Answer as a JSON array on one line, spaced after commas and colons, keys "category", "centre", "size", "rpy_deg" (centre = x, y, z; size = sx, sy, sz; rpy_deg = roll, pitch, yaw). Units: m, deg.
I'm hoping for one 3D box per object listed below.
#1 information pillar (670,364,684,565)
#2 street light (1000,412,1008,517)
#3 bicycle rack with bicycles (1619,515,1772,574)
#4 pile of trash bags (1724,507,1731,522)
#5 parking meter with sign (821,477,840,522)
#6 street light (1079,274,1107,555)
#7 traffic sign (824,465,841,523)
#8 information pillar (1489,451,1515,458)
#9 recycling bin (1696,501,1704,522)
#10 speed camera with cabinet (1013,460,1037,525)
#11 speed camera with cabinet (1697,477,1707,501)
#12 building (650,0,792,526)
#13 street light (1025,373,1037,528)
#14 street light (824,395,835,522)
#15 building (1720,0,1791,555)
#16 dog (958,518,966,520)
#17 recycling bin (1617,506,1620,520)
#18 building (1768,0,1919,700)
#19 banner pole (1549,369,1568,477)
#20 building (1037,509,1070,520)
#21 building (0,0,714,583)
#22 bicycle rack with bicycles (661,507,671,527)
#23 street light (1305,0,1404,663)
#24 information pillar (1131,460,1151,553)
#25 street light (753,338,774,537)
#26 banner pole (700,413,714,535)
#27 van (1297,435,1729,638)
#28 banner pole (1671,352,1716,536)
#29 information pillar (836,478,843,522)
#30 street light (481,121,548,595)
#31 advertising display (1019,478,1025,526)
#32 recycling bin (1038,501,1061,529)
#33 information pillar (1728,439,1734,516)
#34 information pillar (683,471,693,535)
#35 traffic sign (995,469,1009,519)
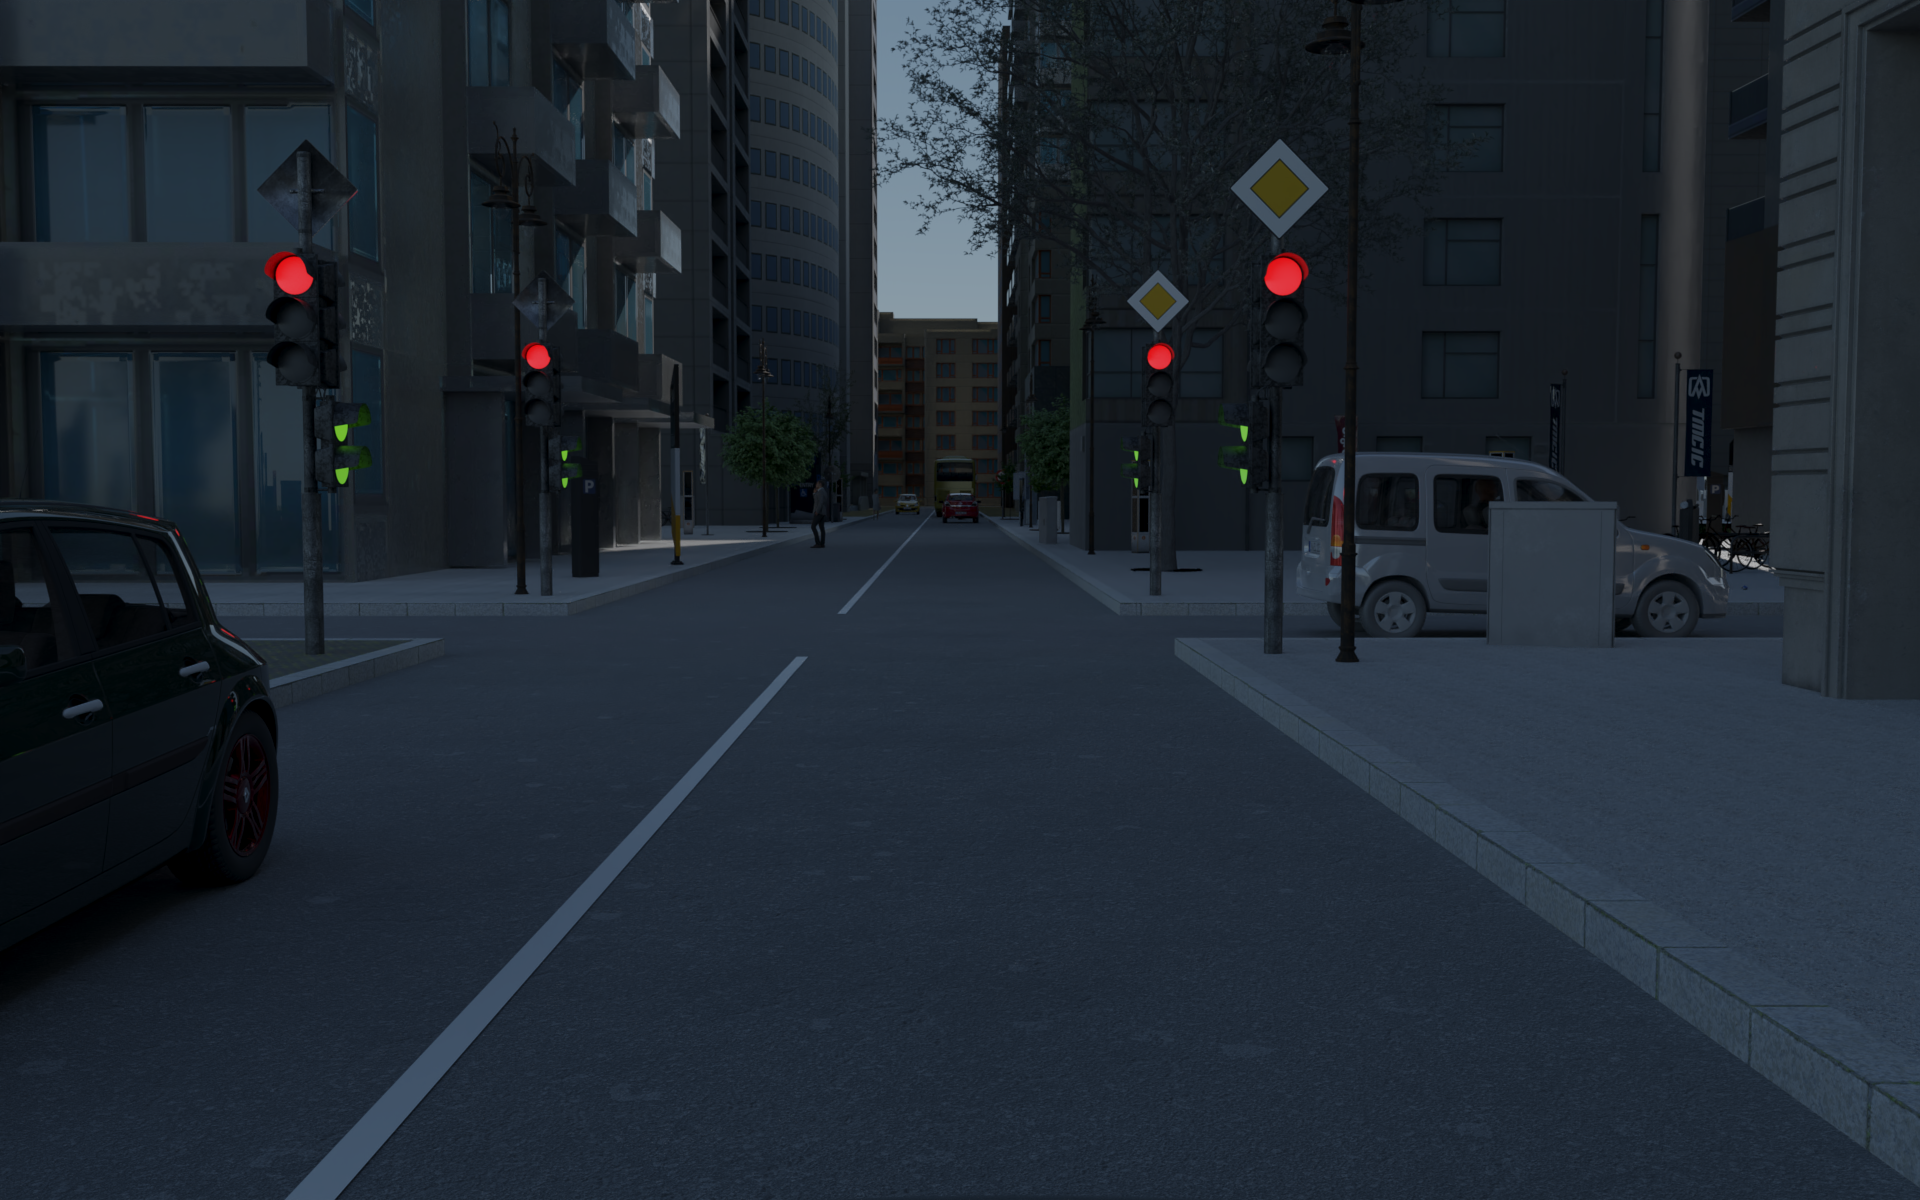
[{"category": "information pillar", "centre": [-5.165, -2.451, 31.429], "size": [0.183, 3.616, 0.504], "rpy_deg": [-1, 4, -19]}, {"category": "street light", "centre": [2.435, -7.534, 95.975], "size": [0.468, 5.910, 1.993], "rpy_deg": [0, 4, 0]}, {"category": "bicycle rack with bicycles", "centre": [13.000, -0.950, 28.918], "size": [2.925, 0.926, 2.852], "rpy_deg": [0, 4, -5]}, {"category": "pile of trash bags", "centre": [40.941, -4.769, 87.720], "size": [3.447, 1.369, 1.912], "rpy_deg": [-1, 4, -14]}, {"category": "parking meter with sign", "centre": [-6.339, -5.064, 79.051], "size": [1.738, 3.016, 0.543], "rpy_deg": [1, 4, 15]}, {"category": "street light", "centre": [2.789, -3.900, 36.557], "size": [0.468, 5.910, 1.993], "rpy_deg": [0, 4, 0]}, {"category": "traffic sign", "centre": [-5.639, -4.662, 76.335], "size": [0.768, 2.556, 0.104], "rpy_deg": [0, 4, 6]}, {"category": "information pillar", "centre": [9.291, -1.545, 29.752], "size": [0.304, 2.012, 0.304], "rpy_deg": [-2, 4, -35]}, {"category": "recycling bin", "centre": [27.158, -3.177, 64.500], "size": [0.722, 1.027, 0.722], "rpy_deg": [-2, 4, -28]}, {"category": "speed camera with cabinet", "centre": [2.722, -4.771, 72.333], "size": [0.660, 3.252, 2.038], "rpy_deg": [1, 4, 16]}, {"category": "speed camera with cabinet", "centre": [35.293, -5.415, 82.877], "size": [0.660, 3.252, 2.038], "rpy_deg": [2, 4, 30]}, {"category": "building", "centre": [-18.134, -39.148, 78.322], "size": [20.563, 71.187, 20.611], "rpy_deg": [0, 4, 0]}, {"category": "street light", "centre": [2.707, -5.700, 65.982], "size": [0.468, 5.910, 1.993], "rpy_deg": [0, 4, 0]}, {"category": "street light", "centre": [-6.077, -6.609, 80.850], "size": [0.468, 5.910, 1.993], "rpy_deg": [0, 4, 0]}, {"category": "building", "centre": [23.674, -23.211, 29.616], "size": [14.200, 45.320, 14.600], "rpy_deg": [0, 4, 0]}, {"category": "dog", "centre": [0.130, -4.638, 96.030], "size": [0.550, 0.427, 0.748], "rpy_deg": [1, 4, 9]}, {"category": "recycling bin", "centre": [34.224, -4.694, 89.305], "size": [0.722, 1.027, 0.722], "rpy_deg": [1, 4, 12]}, {"category": "building", "centre": [10.564, -10.102, 1.332], "size": [11.583, 22.565, 21.152], "rpy_deg": [0, 4, 0]}, {"category": "banner pole", "centre": [11.942, -2.727, 34.596], "size": [0.401, 3.779, 0.863], "rpy_deg": [3, 5, 44]}, {"category": "building", "centre": [14.906, -46.916, 79.752], "size": [22.319, 86.520, 31.000], "rpy_deg": [0, 4, 0]}, {"category": "building", "centre": [-18.364, -25.480, 36.214], "size": [23.786, 49.044, 30.456], "rpy_deg": [0, 4, 0]}, {"category": "bicycle rack with bicycles", "centre": [-12.395, -3.359, 68.303], "size": [2.925, 0.926, 2.852], "rpy_deg": [0, 4, -7]}, {"category": "street light", "centre": [2.966, -2.465, 13.088], "size": [0.468, 5.910, 1.993], "rpy_deg": [0, 4, 0]}, {"category": "information pillar", "centre": [3.917, -2.022, 37.546], "size": [0.304, 2.012, 0.304], "rpy_deg": [-1, 4, -23]}, {"category": "street light", "centre": [-5.826, -4.810, 51.426], "size": [0.468, 5.910, 1.993], "rpy_deg": [0, 4, 0]}, {"category": "banner pole", "centre": [-7.964, -3.912, 53.985], "size": [0.401, 3.779, 0.863], "rpy_deg": [-2, 4, -29]}, {"category": "van", "centre": [5.510, -0.633, 17.367], "size": [4.112, 2.044, 2.013], "rpy_deg": [0, 4, -1]}, {"category": "banner pole", "centre": [12.862, -2.481, 30.576], "size": [0.863, 3.779, 0.401], "rpy_deg": [0, 4, 1]}, {"category": "information pillar", "centre": [-5.591, -4.633, 80.248], "size": [0.304, 2.012, 0.304], "rpy_deg": [0, 4, -1]}, {"category": "street light", "centre": [-5.614, -3.010, 22.001], "size": [0.468, 5.910, 1.993], "rpy_deg": [0, 4, 0]}, {"category": "advertising display", "centre": [2.463, -3.896, 68.907], "size": [0.123, 1.923, 0.974], "rpy_deg": [0, 4, 7]}, {"category": "recycling bin", "centre": [3.251, -3.082, 62.938], "size": [0.722, 1.027, 0.722], "rpy_deg": [1, 4, 11]}, {"category": "information pillar", "centre": [29.590, -4.577, 66.195], "size": [0.183, 3.616, 0.504], "rpy_deg": [-1, 4, -20]}, {"category": "information pillar", "centre": [-8.620, -3.083, 54.905], "size": [0.304, 2.012, 0.304], "rpy_deg": [-1, 4, -9]}, {"category": "traffic sign", "centre": [2.197, -5.438, 89.019], "size": [0.768, 2.556, 0.104], "rpy_deg": [0, 4, 3]}]
